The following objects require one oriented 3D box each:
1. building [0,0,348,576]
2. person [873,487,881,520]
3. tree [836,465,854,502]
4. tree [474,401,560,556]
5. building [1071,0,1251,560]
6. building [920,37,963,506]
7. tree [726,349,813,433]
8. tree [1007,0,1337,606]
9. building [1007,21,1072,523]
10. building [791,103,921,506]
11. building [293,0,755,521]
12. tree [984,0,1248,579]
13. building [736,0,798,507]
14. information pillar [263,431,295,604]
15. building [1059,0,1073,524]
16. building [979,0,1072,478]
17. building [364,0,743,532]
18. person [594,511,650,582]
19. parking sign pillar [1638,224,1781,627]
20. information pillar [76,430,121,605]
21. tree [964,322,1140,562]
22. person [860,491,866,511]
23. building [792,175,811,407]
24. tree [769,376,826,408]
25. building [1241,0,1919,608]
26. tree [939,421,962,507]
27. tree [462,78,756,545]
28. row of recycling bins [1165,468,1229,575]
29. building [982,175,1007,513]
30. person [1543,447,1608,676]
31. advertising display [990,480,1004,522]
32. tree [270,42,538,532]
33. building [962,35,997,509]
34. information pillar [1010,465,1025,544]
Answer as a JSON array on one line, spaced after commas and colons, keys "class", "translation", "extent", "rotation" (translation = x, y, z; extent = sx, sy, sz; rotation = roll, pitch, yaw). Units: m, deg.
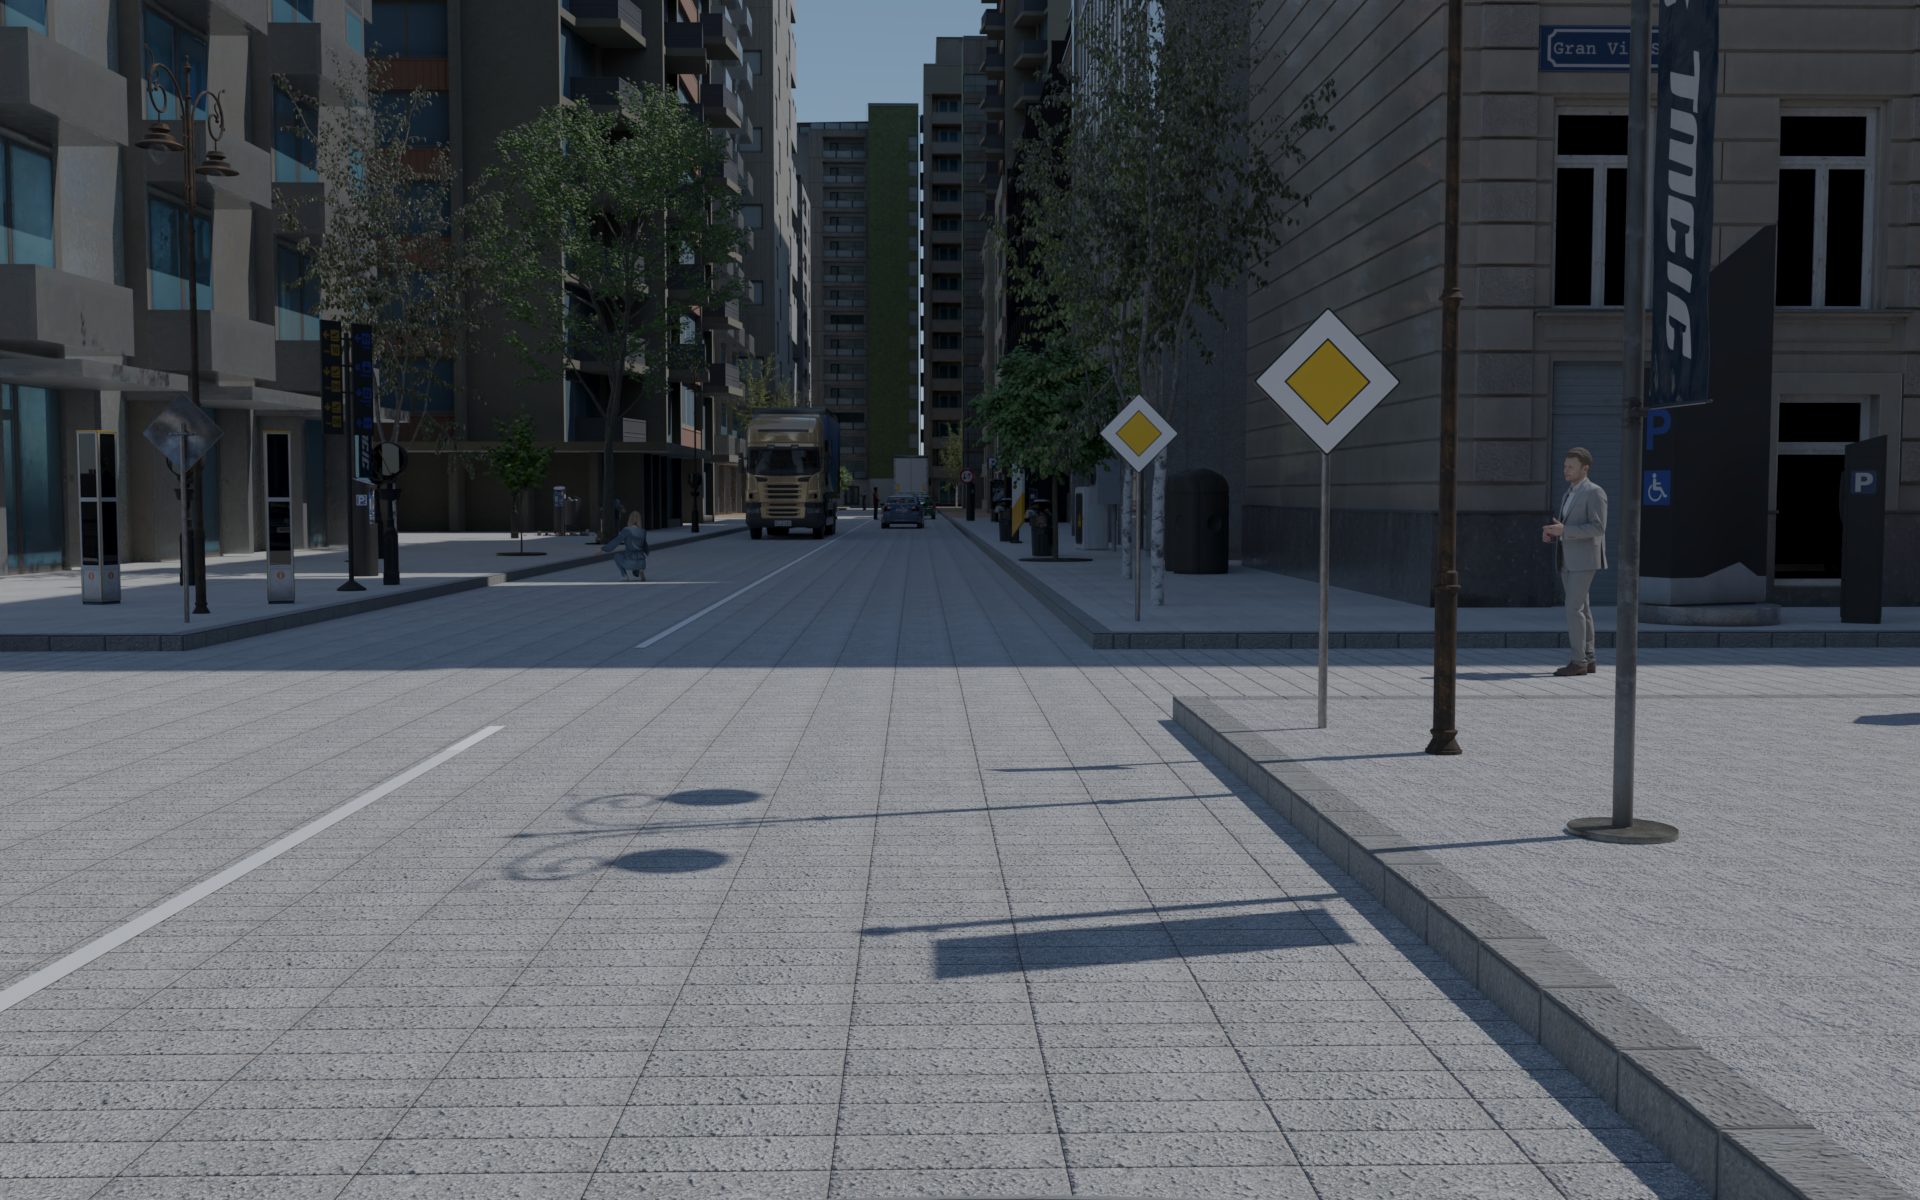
[{"class": "building", "translation": [-25.069, -25.238, 32.243], "extent": [23.786, 49.044, 30.456], "rotation": [0, 4, -1]}, {"class": "person", "translation": [-4.651, -5.375, 96.342], "extent": [0.705, 1.831, 1.348], "rotation": [-1, 4, -15]}, {"class": "tree", "translation": [-12.064, -11.363, 169.502], "extent": [4.285, 4.588, 4.351], "rotation": [0, 3, 0]}, {"class": "tree", "translation": [-9.074, -2.539, 36.108], "extent": [1.663, 3.219, 1.824], "rotation": [0, 3, 0]}, {"class": "building", "translation": [9.650, -13.748, 42.809], "extent": [12.078, 24.808, 19.932], "rotation": [0, 4, -1]}, {"class": "building", "translation": [6.517, -34.530, 188.267], "extent": [21.600, 48.544, 21.300], "rotation": [0, 4, -1]}, {"class": "tree", "translation": [-9.987, -8.465, 88.759], "extent": [4.737, 8.622, 4.395], "rotation": [0, 3, 0]}, {"class": "tree", "translation": [2.307, -4.257, 19.967], "extent": [4.360, 8.622, 3.978], "rotation": [0, 3, 0]}, {"class": "building", "translation": [8.845, -15.611, 84.922], "extent": [12.332, 23.373, 15.834], "rotation": [0, 4, -1]}, {"class": "building", "translation": [-11.236, -30.639, 184.545], "extent": [14.086, 41.232, 14.154], "rotation": [0, 4, -1]}, {"class": "building", "translation": [-24.639, -29.775, 106.437], "extent": [23.786, 49.044, 30.456], "rotation": [0, 4, -1]}, {"class": "tree", "translation": [2.490, -4.641, 26.245], "extent": [4.737, 8.622, 4.395], "rotation": [0, 3, 0]}, {"class": "building", "translation": [-26.952, -33.430, 135.819], "extent": [28.713, 52.752, 27.495], "rotation": [0, 4, -1]}, {"class": "information pillar", "translation": [-7.972, -0.965, 20.278], "extent": [0.304, 2.012, 0.304], "rotation": [-1, 4, -22]}, {"class": "building", "translation": [11.197, -16.951, 64.546], "extent": [14.401, 28.519, 23.554], "rotation": [0, 4, -1]}, {"class": "building", "translation": [12.784, -29.499, 136.934], "extent": [22.147, 44.769, 28.867], "rotation": [0, 4, -1]}, {"class": "building", "translation": [-20.747, -25.410, 70.081], "extent": [22.147, 44.769, 28.867], "rotation": [0, 4, -1]}, {"class": "person", "translation": [-5.491, -0.883, 28.428], "extent": [1.012, 1.151, 0.738], "rotation": [-2, 4, -26]}, {"class": "parking sign pillar", "translation": [7.472, -1.765, 17.327], "extent": [1.447, 3.967, 1.447], "rotation": [-2, 4, -24]}, {"class": "information pillar", "translation": [-10.004, -0.956, 20.125], "extent": [0.304, 2.012, 0.304], "rotation": [1, 4, 16]}, {"class": "tree", "translation": [1.803, -3.032, 33.294], "extent": [4.285, 4.588, 4.351], "rotation": [0, 3, 0]}, {"class": "person", "translation": [-8.439, -8.618, 150.214], "extent": [0.742, 1.727, 0.445], "rotation": [1, 4, 23]}, {"class": "building", "translation": [-20.830, -23.685, 158.958], "extent": [14.107, 30.474, 14.160], "rotation": [0, 4, -1]}, {"class": "tree", "translation": [-10.332, -9.705, 109.033], "extent": [4.360, 8.622, 3.978], "rotation": [0, 3, 0]}, {"class": "building", "translation": [17.277, -13.905, 24.617], "extent": [25.104, 27.353, 12.463], "rotation": [0, 4, -1]}, {"class": "tree", "translation": [-0.322, -13.390, 169.292], "extent": [4.737, 8.622, 4.395], "rotation": [0, 3, 0]}, {"class": "tree", "translation": [-8.752, -7.204, 43.540], "extent": [9.928, 11.665, 9.643], "rotation": [0, 3, 0]}, {"class": "row of recycling bins", "translation": [3.940, -1.355, 29.265], "extent": [1.069, 1.692, 3.534], "rotation": [0, 4, 4]}, {"class": "building", "translation": [15.742, -16.135, 108.838], "extent": [27.650, 21.520, 28.899], "rotation": [0, 4, -1]}, {"class": "person", "translation": [4.841, -0.311, 13.788], "extent": [0.583, 1.804, 0.606], "rotation": [-1, 4, -11]}, {"class": "advertising display", "translation": [1.718, -4.495, 78.701], "extent": [0.123, 1.923, 0.974], "rotation": [3, 5, 40]}, {"class": "tree", "translation": [-9.393, -4.791, 28.697], "extent": [4.360, 8.622, 3.978], "rotation": [0, 3, 0]}, {"class": "building", "translation": [7.130, -29.058, 158.688], "extent": [14.154, 41.232, 14.086], "rotation": [0, 4, -1]}, {"class": "information pillar", "translation": [1.506, -3.275, 44.905], "extent": [0.183, 3.616, 0.504], "rotation": [-2, 4, -31]}]
